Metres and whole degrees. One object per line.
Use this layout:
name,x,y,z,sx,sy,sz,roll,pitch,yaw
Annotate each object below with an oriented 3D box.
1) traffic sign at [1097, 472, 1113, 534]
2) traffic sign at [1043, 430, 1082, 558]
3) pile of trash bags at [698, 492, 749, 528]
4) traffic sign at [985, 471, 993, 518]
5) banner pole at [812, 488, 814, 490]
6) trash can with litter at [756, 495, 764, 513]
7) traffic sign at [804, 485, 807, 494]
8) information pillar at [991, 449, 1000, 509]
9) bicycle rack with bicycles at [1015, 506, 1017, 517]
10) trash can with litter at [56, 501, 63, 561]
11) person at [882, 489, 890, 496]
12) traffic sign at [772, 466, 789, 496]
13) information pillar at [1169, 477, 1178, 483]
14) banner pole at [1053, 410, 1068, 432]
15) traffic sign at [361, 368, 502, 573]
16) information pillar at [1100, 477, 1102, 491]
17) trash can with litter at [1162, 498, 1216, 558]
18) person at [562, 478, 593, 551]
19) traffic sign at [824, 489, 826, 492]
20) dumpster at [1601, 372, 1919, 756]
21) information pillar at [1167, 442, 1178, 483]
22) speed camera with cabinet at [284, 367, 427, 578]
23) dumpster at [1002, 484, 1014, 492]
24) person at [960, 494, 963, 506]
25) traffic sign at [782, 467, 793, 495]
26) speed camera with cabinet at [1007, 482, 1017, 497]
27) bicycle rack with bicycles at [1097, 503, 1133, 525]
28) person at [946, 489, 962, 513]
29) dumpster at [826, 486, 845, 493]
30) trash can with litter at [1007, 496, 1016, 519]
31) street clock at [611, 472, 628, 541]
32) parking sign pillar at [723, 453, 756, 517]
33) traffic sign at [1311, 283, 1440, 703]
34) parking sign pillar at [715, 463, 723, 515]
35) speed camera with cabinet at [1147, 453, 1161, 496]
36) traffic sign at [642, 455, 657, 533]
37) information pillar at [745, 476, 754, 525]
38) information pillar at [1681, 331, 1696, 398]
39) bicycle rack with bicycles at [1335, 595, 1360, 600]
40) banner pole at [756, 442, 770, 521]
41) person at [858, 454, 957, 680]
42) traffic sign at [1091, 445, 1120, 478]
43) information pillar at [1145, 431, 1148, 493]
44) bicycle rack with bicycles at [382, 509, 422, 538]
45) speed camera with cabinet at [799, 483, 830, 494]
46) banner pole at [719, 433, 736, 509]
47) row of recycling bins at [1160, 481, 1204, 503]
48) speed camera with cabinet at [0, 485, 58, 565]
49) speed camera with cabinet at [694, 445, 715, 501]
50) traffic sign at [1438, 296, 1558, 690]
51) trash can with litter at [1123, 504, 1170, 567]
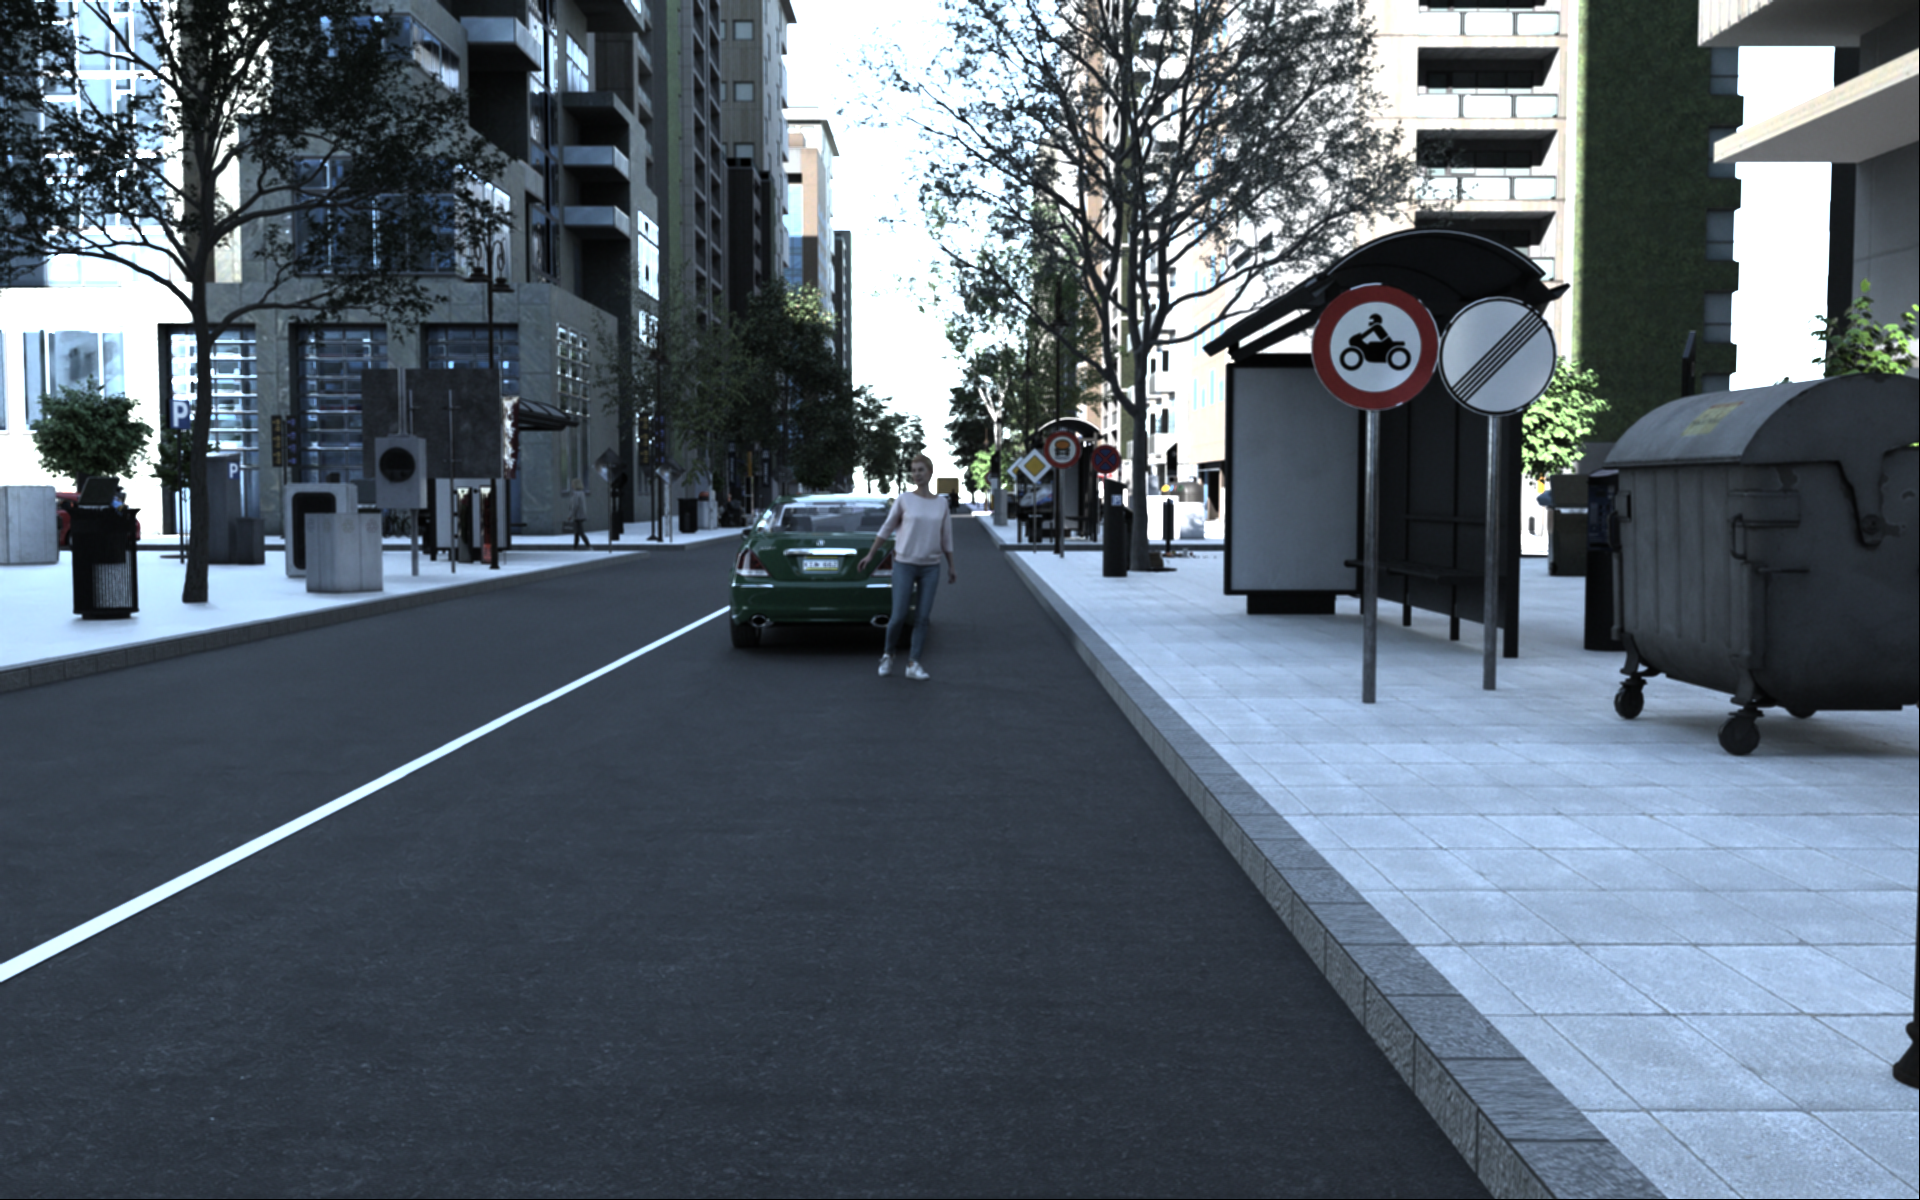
traffic sign,4.425,-3.380,55.259,0.884,2.594,0.081,0,4,4
traffic sign,2.053,-2.121,34.791,0.768,2.556,0.104,0,4,2
pile of trash bags,-9.313,-3.454,66.233,1.912,1.369,3.447,0,4,8
traffic sign,1.732,-5.716,93.558,0.768,2.556,0.104,0,4,5
banner pole,-10.510,-7.978,120.453,0.863,3.779,0.401,-1,4,-12
trash can with litter,-13.833,-6.642,119.656,1.678,1.210,2.233,0,4,2
traffic sign,-9.852,-6.771,110.811,0.768,2.556,0.104,0,4,8
information pillar,1.836,-5.996,89.392,0.504,3.616,0.183,0,4,-3
bicycle rack with bicycles,3.409,-5.138,97.393,2.925,0.926,2.852,-1,4,-10
trash can with litter,-17.515,-1.301,32.665,1.055,1.170,0.624,0,4,1
person,-5.728,-7.573,132.458,1.348,1.807,0.705,-1,4,-19
traffic sign,-8.028,-4.727,77.385,0.768,2.556,0.104,0,4,6
information pillar,8.980,-4.190,72.995,0.304,2.012,0.304,2,4,30
banner pole,2.965,-3.770,51.659,0.401,3.779,0.863,-2,4,-35
traffic sign,-8.576,-2.095,28.122,2.265,3.308,0.079,0,4,1
information pillar,9.786,-7.778,118.528,0.504,3.616,0.183,1,4,19
trash can with litter,4.386,-1.510,35.752,1.678,1.210,2.233,0,4,4
person,-8.933,-1.945,40.489,0.728,1.800,0.709,1,4,11
traffic sign,-9.358,-7.337,120.058,0.768,2.556,0.104,0,4,5
dumpster,4.331,-0.207,9.140,1.264,1.857,1.865,0,4,0
information pillar,9.516,-5.278,77.647,0.504,3.616,0.183,1,4,19
speed camera with cabinet,-9.367,-1.988,26.843,2.038,3.252,0.660,0,4,-6
dumpster,3.551,-7.097,118.537,1.502,2.255,1.985,0,3,0
person,0.104,-12.364,213.875,0.599,1.433,0.991,-1,4,-18
traffic sign,-8.276,-5.012,82.049,0.768,2.556,0.104,0,4,2
speed camera with cabinet,3.543,-7.409,115.466,0.660,3.252,2.038,3,5,45
bicycle rack with bicycles,6.172,-3.656,73.154,2.852,0.926,2.925,-3,4,-38
person,-0.502,-7.518,131.449,1.348,1.821,0.705,0,4,-1
dumpster,-8.507,-6.875,118.169,1.264,1.857,1.865,0,3,0
trash can with litter,2.688,-4.719,88.538,0.624,1.170,1.055,-1,4,-11
street clock,-9.533,-2.641,47.753,0.471,2.002,0.358,3,5,44
parking sign pillar,-12.075,-6.602,96.416,1.447,3.967,1.447,-2,4,-31
traffic sign,2.515,-0.640,10.572,0.768,2.556,0.104,0,4,5
parking sign pillar,-14.527,-7.041,103.598,1.447,3.967,1.447,1,4,10
speed camera with cabinet,9.813,-5.546,85.010,2.038,3.252,0.660,-3,4,-36
traffic sign,-10.087,-3.474,56.912,0.768,2.556,0.104,0,4,5
information pillar,-8.711,-4.102,71.562,0.304,2.012,0.304,0,4,6
information pillar,10.414,-2.047,24.823,0.183,3.616,0.504,2,4,34
bicycle rack with bicycles,5.462,-0.516,21.816,2.925,0.926,2.852,1,4,14
banner pole,-9.406,-5.676,82.815,0.863,3.779,0.401,2,4,33
person,-0.455,-0.264,13.493,0.731,1.740,0.598,-2,4,-27
traffic sign,3.752,-2.727,44.696,0.768,2.556,0.104,0,4,7
information pillar,6.902,-4.471,64.450,0.183,3.616,0.504,0,4,-3
bicycle rack with bicycles,-16.613,-2.329,51.461,2.852,0.926,2.925,-3,4,-37
speed camera with cabinet,-9.479,-7.247,112.829,2.038,3.252,0.660,-2,4,-32
banner pole,-9.392,-4.926,70.565,0.863,3.779,0.401,3,5,42
row of recycling bins,7.341,-3.053,57.024,1.069,1.692,3.534,0,4,-4
speed camera with cabinet,-17.373,-2.249,31.104,0.660,3.252,2.038,2,4,30
speed camera with cabinet,-10.401,-4.666,70.620,0.660,3.252,2.038,0,4,0
traffic sign,3.475,-0.684,11.290,0.768,2.556,0.104,0,4,1
trash can with litter,3.127,-1.157,30.307,1.055,1.170,0.624,0,4,0
